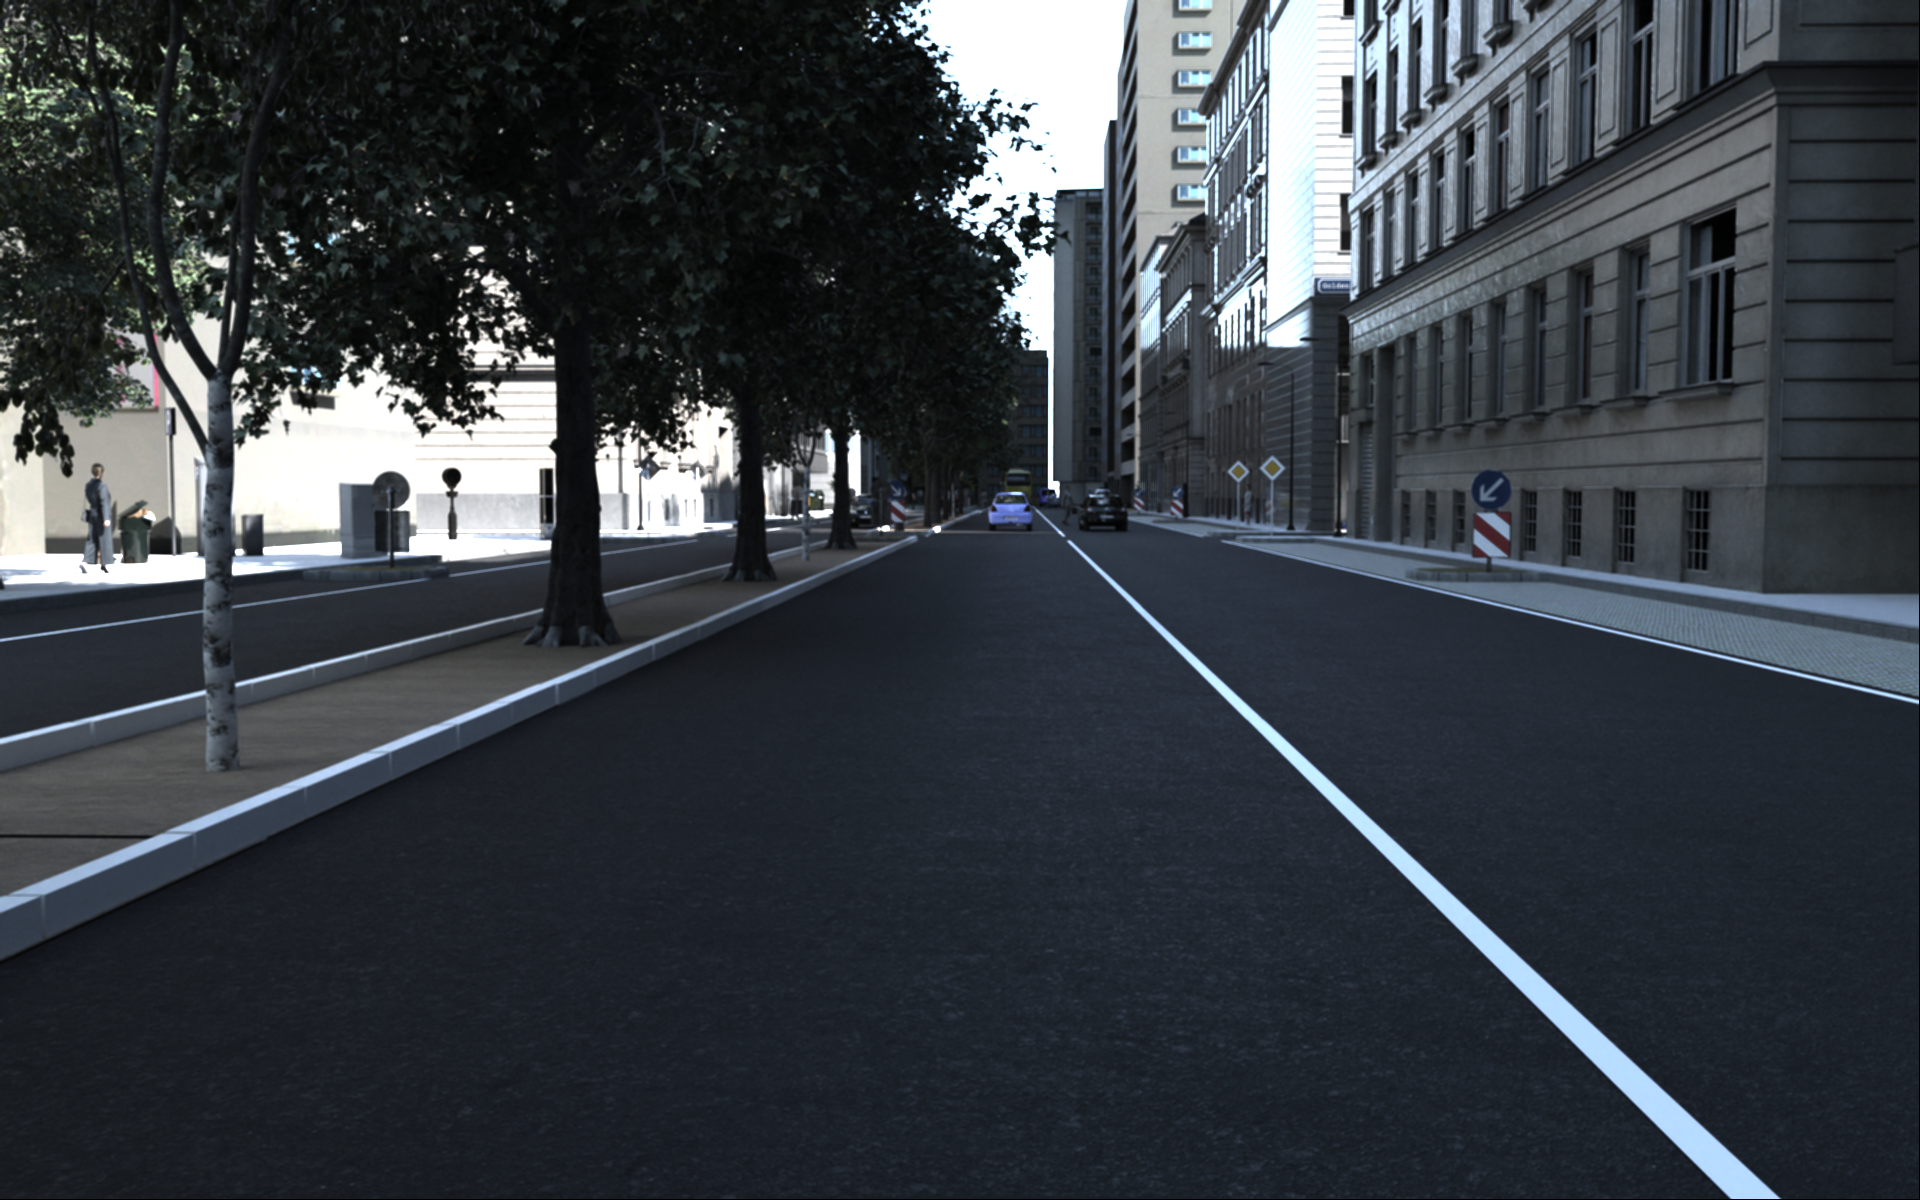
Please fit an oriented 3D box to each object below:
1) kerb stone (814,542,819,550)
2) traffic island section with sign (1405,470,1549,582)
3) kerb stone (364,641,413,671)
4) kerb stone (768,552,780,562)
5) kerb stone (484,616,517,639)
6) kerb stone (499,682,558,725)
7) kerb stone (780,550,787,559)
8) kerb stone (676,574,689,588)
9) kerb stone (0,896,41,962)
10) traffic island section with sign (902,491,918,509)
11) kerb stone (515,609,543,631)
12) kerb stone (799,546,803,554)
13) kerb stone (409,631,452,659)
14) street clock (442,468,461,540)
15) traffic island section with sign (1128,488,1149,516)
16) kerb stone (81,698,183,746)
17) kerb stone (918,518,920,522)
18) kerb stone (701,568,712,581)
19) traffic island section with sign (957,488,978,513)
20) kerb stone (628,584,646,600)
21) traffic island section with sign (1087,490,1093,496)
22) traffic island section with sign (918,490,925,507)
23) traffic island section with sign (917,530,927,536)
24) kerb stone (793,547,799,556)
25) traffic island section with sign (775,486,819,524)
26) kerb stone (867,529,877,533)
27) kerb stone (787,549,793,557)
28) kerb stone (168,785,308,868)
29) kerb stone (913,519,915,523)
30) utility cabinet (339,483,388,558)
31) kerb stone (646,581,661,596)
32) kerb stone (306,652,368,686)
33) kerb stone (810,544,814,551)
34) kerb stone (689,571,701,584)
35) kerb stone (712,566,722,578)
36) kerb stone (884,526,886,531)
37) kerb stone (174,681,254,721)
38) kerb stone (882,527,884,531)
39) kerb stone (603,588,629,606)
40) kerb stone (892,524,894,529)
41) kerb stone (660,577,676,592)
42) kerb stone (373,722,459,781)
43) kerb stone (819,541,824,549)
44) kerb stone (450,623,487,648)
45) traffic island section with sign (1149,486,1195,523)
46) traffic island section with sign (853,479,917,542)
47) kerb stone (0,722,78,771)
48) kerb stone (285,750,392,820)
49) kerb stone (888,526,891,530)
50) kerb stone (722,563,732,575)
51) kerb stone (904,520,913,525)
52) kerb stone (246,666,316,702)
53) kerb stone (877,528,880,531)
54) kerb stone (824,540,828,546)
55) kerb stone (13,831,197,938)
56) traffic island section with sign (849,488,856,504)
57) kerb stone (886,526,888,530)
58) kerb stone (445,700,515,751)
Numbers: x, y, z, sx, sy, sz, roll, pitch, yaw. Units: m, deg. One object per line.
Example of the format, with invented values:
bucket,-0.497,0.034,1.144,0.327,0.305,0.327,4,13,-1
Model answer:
kerb stone,-3.771,-1.327,44.040,0.120,0.150,1.000,0,4,2
traffic island section with sign,8.544,-1.240,28.902,1.989,1.847,2.006,0,4,2
kerb stone,-4.790,0.479,14.359,0.120,0.150,1.000,0,4,2
kerb stone,-4.008,-0.892,36.885,0.120,0.150,1.000,0,4,2
kerb stone,-4.691,0.292,17.424,0.120,0.150,1.000,0,4,2
kerb stone,-2.805,0.673,11.184,0.120,0.150,1.000,0,4,2
kerb stone,-3.977,-0.961,37.908,0.120,0.150,1.000,0,4,2
kerb stone,-4.367,-0.272,26.641,0.120,0.150,1.000,0,4,2
kerb stone,-3.008,1.050,5.031,0.120,0.150,1.000,0,4,2
traffic island section with sign,-5.273,-9.423,162.696,1.989,1.847,2.006,0,4,2
kerb stone,-4.647,0.231,18.447,0.120,0.150,1.000,0,4,2
kerb stone,-3.876,-1.147,40.972,0.120,0.150,1.000,0,4,2
kerb stone,-4.758,0.417,15.381,0.120,0.150,1.000,0,4,2
street clock,-14.091,-2.660,48.057,0.471,2.002,0.358,-3,5,-43
traffic island section with sign,11.424,-6.336,112.214,1.989,1.847,2.006,0,4,2
kerb stone,-4.926,0.730,10.272,0.120,0.150,1.000,0,4,2
kerb stone,-2.259,-3.998,87.646,0.120,0.150,1.000,0,4,2
kerb stone,-4.301,-0.397,28.684,0.120,0.150,1.000,0,4,2
traffic island section with sign,0.425,-7.739,134.667,2.006,1.907,1.989,0,4,2
kerb stone,-4.478,-0.084,23.566,0.120,0.150,1.000,0,4,2
traffic island section with sign,14.062,-11.013,188.686,1.989,1.847,2.006,0,4,2
traffic island section with sign,-4.331,-11.075,189.701,1.989,1.847,2.006,0,4,2
traffic island section with sign,-2.162,-3.146,59.573,2.006,1.907,1.989,0,4,2
kerb stone,-3.903,-1.086,39.950,0.120,0.150,1.000,0,4,2
traffic island section with sign,-7.949,-4.671,84.996,1.989,1.847,2.006,0,4,2
kerb stone,-3.147,-2.436,62.027,0.120,0.150,1.000,0,4,2
kerb stone,-3.944,-1.022,38.929,0.120,0.150,1.000,0,4,2
kerb stone,-2.944,0.924,7.081,0.120,0.150,1.000,0,4,2
kerb stone,-2.394,-3.753,83.556,0.120,0.150,1.000,0,4,2
utility cabinet,-11.981,-1.600,34.842,0.318,1.500,1.173,1,4,15
kerb stone,-4.439,-0.145,24.594,0.120,0.150,1.000,0,4,2
kerb stone,-4.826,0.544,13.338,0.120,0.150,1.000,0,4,2
kerb stone,-3.804,-1.274,43.018,0.120,0.150,1.000,0,4,2
kerb stone,-4.334,-0.328,27.663,0.120,0.150,1.000,0,4,2
kerb stone,-4.266,-0.460,29.713,0.120,0.150,1.000,0,4,2
kerb stone,-3.003,-2.676,66.116,0.120,0.150,1.000,0,4,2
kerb stone,-4.902,0.671,11.296,0.120,0.150,1.000,0,4,2
kerb stone,-3.034,-2.624,65.093,0.120,0.150,1.000,0,4,2
kerb stone,-4.508,-0.021,22.537,0.120,0.150,1.000,0,4,2
kerb stone,-2.859,-2.937,70.221,0.120,0.150,1.000,0,4,2
kerb stone,-4.400,-0.209,25.620,0.120,0.150,1.000,0,4,2
kerb stone,-2.874,0.799,9.127,0.120,0.150,1.000,0,4,2
kerb stone,-3.724,-1.396,45.061,0.120,0.150,1.000,0,4,2
kerb stone,-4.720,0.354,16.402,0.120,0.150,1.000,0,4,2
traffic island section with sign,10.491,-4.682,85.175,1.989,1.847,2.006,0,4,2
traffic island section with sign,-2.427,-2.693,52.170,2.006,1.907,1.989,0,4,2
kerb stone,-4.968,0.792,9.246,0.120,0.150,1.000,0,4,2
kerb stone,-2.910,0.864,8.102,0.120,0.150,1.000,0,4,2
kerb stone,-2.926,-2.812,68.174,0.120,0.150,1.000,0,4,2
kerb stone,-4.220,-0.523,30.744,0.120,0.150,1.000,0,4,2
kerb stone,-2.439,-3.686,82.531,0.120,0.150,1.000,0,4,2
kerb stone,-4.863,0.610,12.317,0.120,0.150,1.000,0,4,2
kerb stone,-3.112,-2.499,63.049,0.120,0.150,1.000,0,4,2
kerb stone,-3.692,-1.461,46.101,0.120,0.150,1.000,0,4,2
kerb stone,-2.976,0.989,6.056,0.120,0.150,1.000,0,4,2
traffic island section with sign,-7.006,-6.333,112.165,1.989,1.847,2.006,0,4,2
kerb stone,-2.968,-2.744,67.148,0.120,0.150,1.000,0,4,2
kerb stone,-2.833,0.737,10.153,0.120,0.150,1.000,0,4,2
